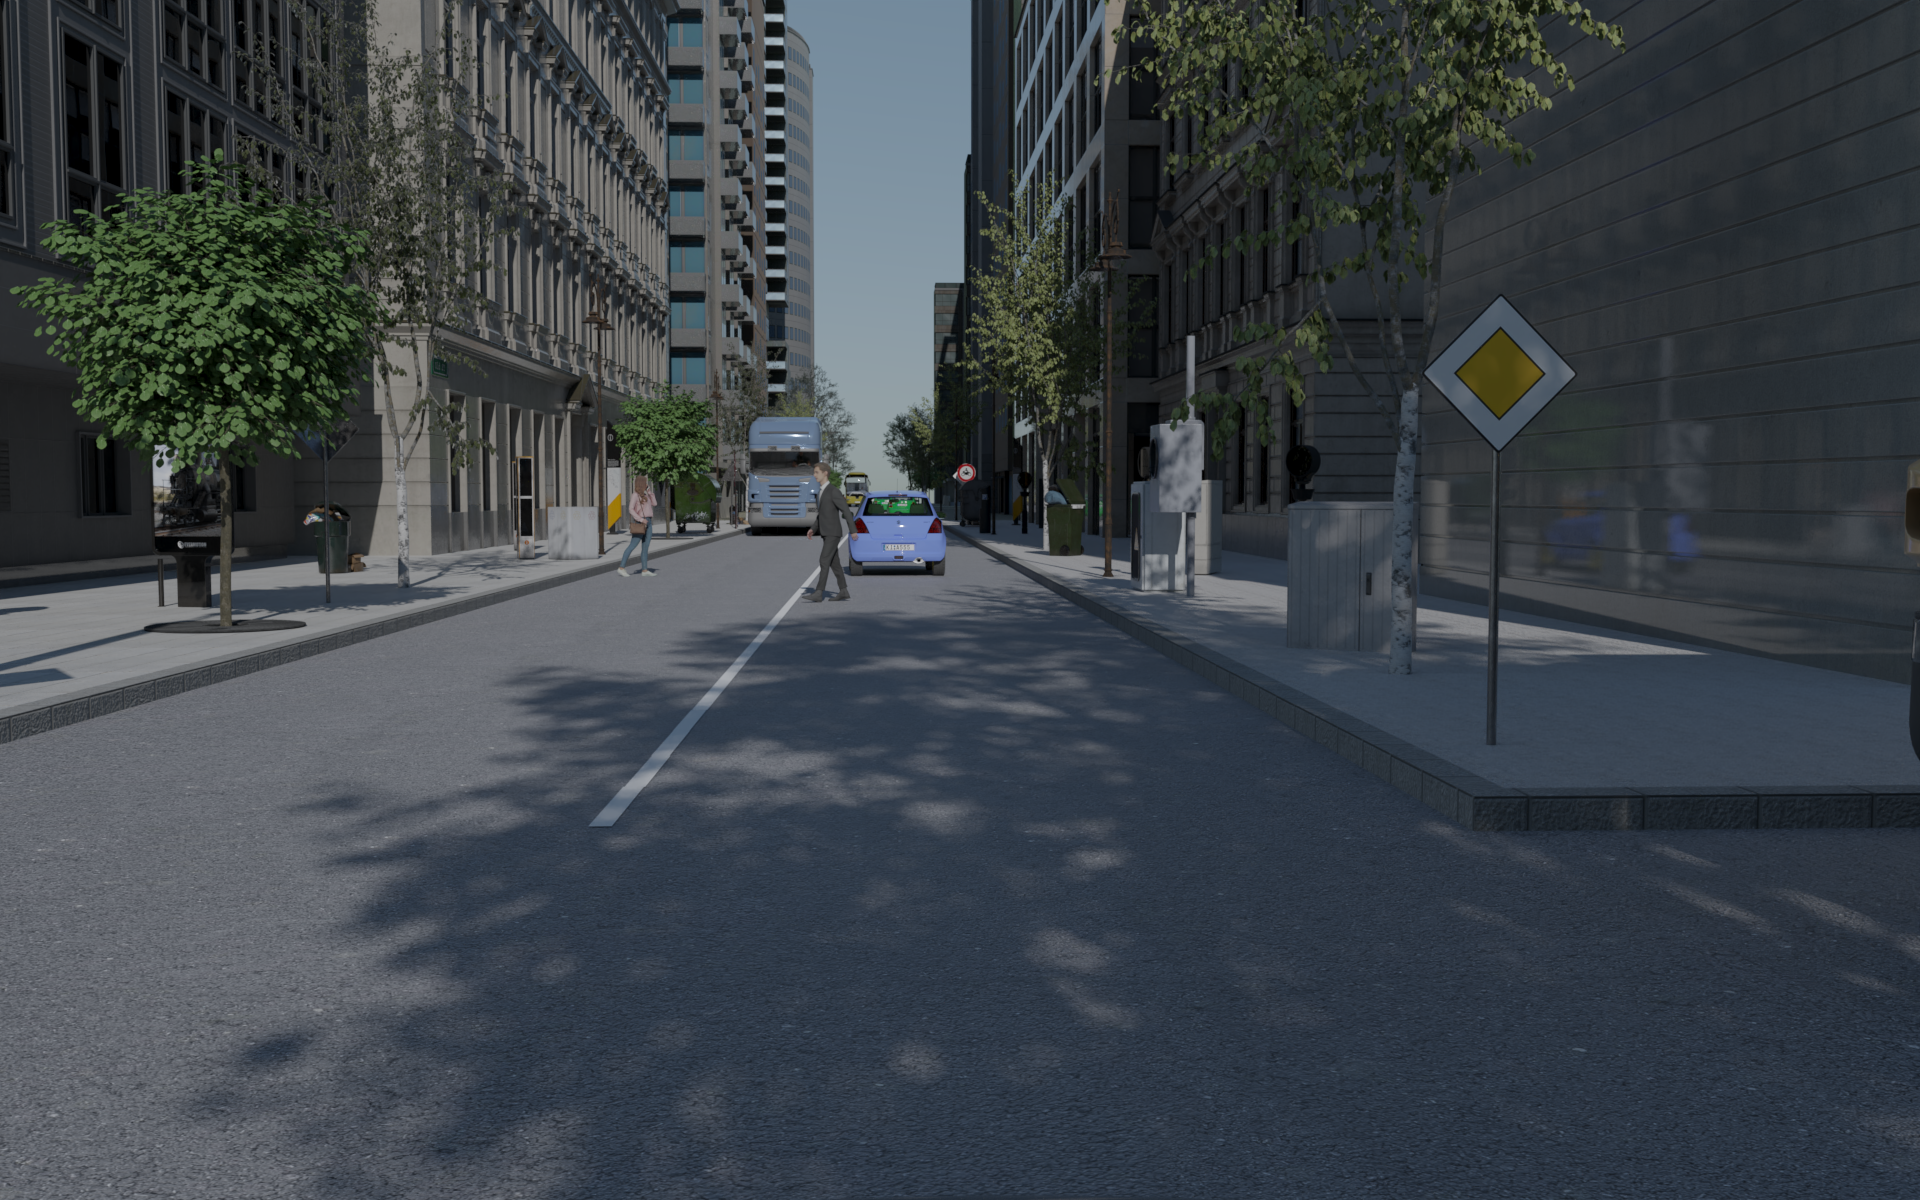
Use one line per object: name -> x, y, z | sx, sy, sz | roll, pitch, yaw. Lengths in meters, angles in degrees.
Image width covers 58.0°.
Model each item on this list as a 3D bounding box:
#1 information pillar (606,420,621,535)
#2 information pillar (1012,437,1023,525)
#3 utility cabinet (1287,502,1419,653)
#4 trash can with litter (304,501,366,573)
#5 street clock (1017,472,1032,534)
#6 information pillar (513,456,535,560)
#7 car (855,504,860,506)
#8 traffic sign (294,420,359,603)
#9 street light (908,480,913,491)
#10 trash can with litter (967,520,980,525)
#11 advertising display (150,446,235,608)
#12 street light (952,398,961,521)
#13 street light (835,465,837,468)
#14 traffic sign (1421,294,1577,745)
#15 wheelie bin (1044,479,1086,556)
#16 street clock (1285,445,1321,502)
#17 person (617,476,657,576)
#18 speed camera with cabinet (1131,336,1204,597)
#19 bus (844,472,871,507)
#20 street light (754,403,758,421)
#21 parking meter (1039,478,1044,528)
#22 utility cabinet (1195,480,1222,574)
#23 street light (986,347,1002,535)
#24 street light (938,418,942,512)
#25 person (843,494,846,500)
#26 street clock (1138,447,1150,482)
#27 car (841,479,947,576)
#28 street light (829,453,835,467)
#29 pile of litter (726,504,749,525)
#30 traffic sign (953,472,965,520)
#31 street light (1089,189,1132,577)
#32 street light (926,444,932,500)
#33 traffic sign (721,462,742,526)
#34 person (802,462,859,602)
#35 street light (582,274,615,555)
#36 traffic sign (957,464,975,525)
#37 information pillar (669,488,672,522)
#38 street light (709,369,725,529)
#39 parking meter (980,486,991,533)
information pillar -> -10.919, -3.870, 54.629 | 0.504, 3.616, 0.183 | 2, 4, 28
information pillar -> 2.365, -4.877, 71.090 | 0.504, 3.616, 0.183 | 3, 5, 44
utility cabinet -> 3.225, -0.190, 14.274 | 1.020, 1.237, 0.306 | 2, 4, 31
trash can with litter -> -10.163, -1.031, 28.245 | 0.624, 1.170, 1.055 | 0, 4, 7
street clock -> 2.089, -3.137, 55.862 | 0.471, 2.002, 0.358 | 0, 4, 5
information pillar -> -8.521, -1.800, 33.930 | 0.304, 2.012, 0.304 | -2, 4, -23
car -> -11.483, -11.852, 203.558 | 2.009, 1.686, 4.222 | 0, 4, -4
traffic sign -> -7.429, -1.170, 20.307 | 0.795, 2.450, 0.064 | 0, 4, 3
street light -> -7.211, -16.520, 242.891 | 0.468, 5.910, 1.993 | 0, 4, -3
trash can with litter -> 0.620, -3.658, 71.198 | 0.624, 1.170, 1.055 | -1, 4, -19
advertising display -> -8.683, -0.880, 19.596 | 0.974, 1.923, 0.123 | 1, 4, 11
street light -> -0.174, -6.771, 83.500 | 0.468, 5.910, 1.993 | 0, 4, -3
street light -> -16.096, -15.421, 224.926 | 0.468, 5.910, 1.993 | 0, 4, -3
traffic sign -> 2.715, -0.315, 8.795 | 0.795, 2.450, 0.064 | 0, 4, -3
wheelie bin -> 2.153, -1.714, 35.940 | 0.693, 1.594, 0.980 | 2, 4, 33
street clock -> 5.056, -1.284, 25.570 | 0.358, 2.002, 0.471 | -3, 5, -45
person -> -5.630, -1.289, 30.172 | 0.643, 1.750, 0.593 | 1, 4, 18
speed camera with cabinet -> 2.655, -1.719, 22.439 | 0.660, 3.252, 2.038 | 0, 4, -4
bus -> -11.530, -12.312, 192.855 | 2.896, 3.916, 12.252 | 0, 4, -4
street light -> -9.961, -6.900, 85.600 | 0.468, 5.910, 1.993 | 0, 4, -3
parking meter -> 3.079, -3.618, 64.865 | 0.255, 1.863, 0.399 | 0, 4, 3
utility cabinet -> 3.937, -1.170, 27.812 | 0.318, 1.500, 1.173 | 1, 4, 20
street light -> 1.070, -5.005, 54.614 | 0.468, 5.910, 1.993 | 0, 4, -3
street light -> -1.135, -7.983, 103.314 | 0.468, 5.910, 1.993 | 0, 4, -3
person -> -10.544, -8.869, 156.759 | 0.557, 1.426, 1.065 | 1, 4, 22
street clock -> 2.930, -1.358, 26.771 | 0.358, 2.002, 0.471 | -1, 4, -15
car -> -1.189, -1.345, 31.586 | 1.945, 1.707, 3.694 | 0, 4, -4
street light -> -14.784, -13.687, 196.565 | 0.468, 5.910, 1.993 | 0, 4, -3
pile of litter -> -9.320, -3.628, 73.279 | 1.176, 0.858, 1.719 | 0, 4, -3
traffic sign -> 0.092, -4.387, 72.916 | 0.795, 2.450, 0.064 | 0, 4, 1
street light -> 2.296, -3.295, 26.667 | 0.468, 5.910, 1.993 | 0, 4, -3
street light -> -2.355, -9.743, 132.081 | 0.468, 5.910, 1.993 | 0, 4, -3
traffic sign -> -9.307, -4.317, 70.585 | 0.884, 2.594, 0.081 | 0, 4, 5
person -> -1.792, -0.900, 22.999 | 0.755, 1.850, 0.659 | -2, 4, -26
street light -> -7.589, -3.897, 36.500 | 0.468, 5.910, 1.993 | 0, 4, -3
traffic sign -> 0.267, -4.426, 72.469 | 0.768, 2.556, 0.104 | 0, 4, 4
information pillar -> -13.534, -5.418, 79.946 | 0.183, 3.616, 0.504 | 1, 4, 19
street light -> -8.976, -5.582, 64.061 | 0.468, 5.910, 1.993 | 0, 4, -3
parking meter -> 0.823, -2.944, 56.547 | 0.372, 1.533, 0.369 | 0, 3, 0
